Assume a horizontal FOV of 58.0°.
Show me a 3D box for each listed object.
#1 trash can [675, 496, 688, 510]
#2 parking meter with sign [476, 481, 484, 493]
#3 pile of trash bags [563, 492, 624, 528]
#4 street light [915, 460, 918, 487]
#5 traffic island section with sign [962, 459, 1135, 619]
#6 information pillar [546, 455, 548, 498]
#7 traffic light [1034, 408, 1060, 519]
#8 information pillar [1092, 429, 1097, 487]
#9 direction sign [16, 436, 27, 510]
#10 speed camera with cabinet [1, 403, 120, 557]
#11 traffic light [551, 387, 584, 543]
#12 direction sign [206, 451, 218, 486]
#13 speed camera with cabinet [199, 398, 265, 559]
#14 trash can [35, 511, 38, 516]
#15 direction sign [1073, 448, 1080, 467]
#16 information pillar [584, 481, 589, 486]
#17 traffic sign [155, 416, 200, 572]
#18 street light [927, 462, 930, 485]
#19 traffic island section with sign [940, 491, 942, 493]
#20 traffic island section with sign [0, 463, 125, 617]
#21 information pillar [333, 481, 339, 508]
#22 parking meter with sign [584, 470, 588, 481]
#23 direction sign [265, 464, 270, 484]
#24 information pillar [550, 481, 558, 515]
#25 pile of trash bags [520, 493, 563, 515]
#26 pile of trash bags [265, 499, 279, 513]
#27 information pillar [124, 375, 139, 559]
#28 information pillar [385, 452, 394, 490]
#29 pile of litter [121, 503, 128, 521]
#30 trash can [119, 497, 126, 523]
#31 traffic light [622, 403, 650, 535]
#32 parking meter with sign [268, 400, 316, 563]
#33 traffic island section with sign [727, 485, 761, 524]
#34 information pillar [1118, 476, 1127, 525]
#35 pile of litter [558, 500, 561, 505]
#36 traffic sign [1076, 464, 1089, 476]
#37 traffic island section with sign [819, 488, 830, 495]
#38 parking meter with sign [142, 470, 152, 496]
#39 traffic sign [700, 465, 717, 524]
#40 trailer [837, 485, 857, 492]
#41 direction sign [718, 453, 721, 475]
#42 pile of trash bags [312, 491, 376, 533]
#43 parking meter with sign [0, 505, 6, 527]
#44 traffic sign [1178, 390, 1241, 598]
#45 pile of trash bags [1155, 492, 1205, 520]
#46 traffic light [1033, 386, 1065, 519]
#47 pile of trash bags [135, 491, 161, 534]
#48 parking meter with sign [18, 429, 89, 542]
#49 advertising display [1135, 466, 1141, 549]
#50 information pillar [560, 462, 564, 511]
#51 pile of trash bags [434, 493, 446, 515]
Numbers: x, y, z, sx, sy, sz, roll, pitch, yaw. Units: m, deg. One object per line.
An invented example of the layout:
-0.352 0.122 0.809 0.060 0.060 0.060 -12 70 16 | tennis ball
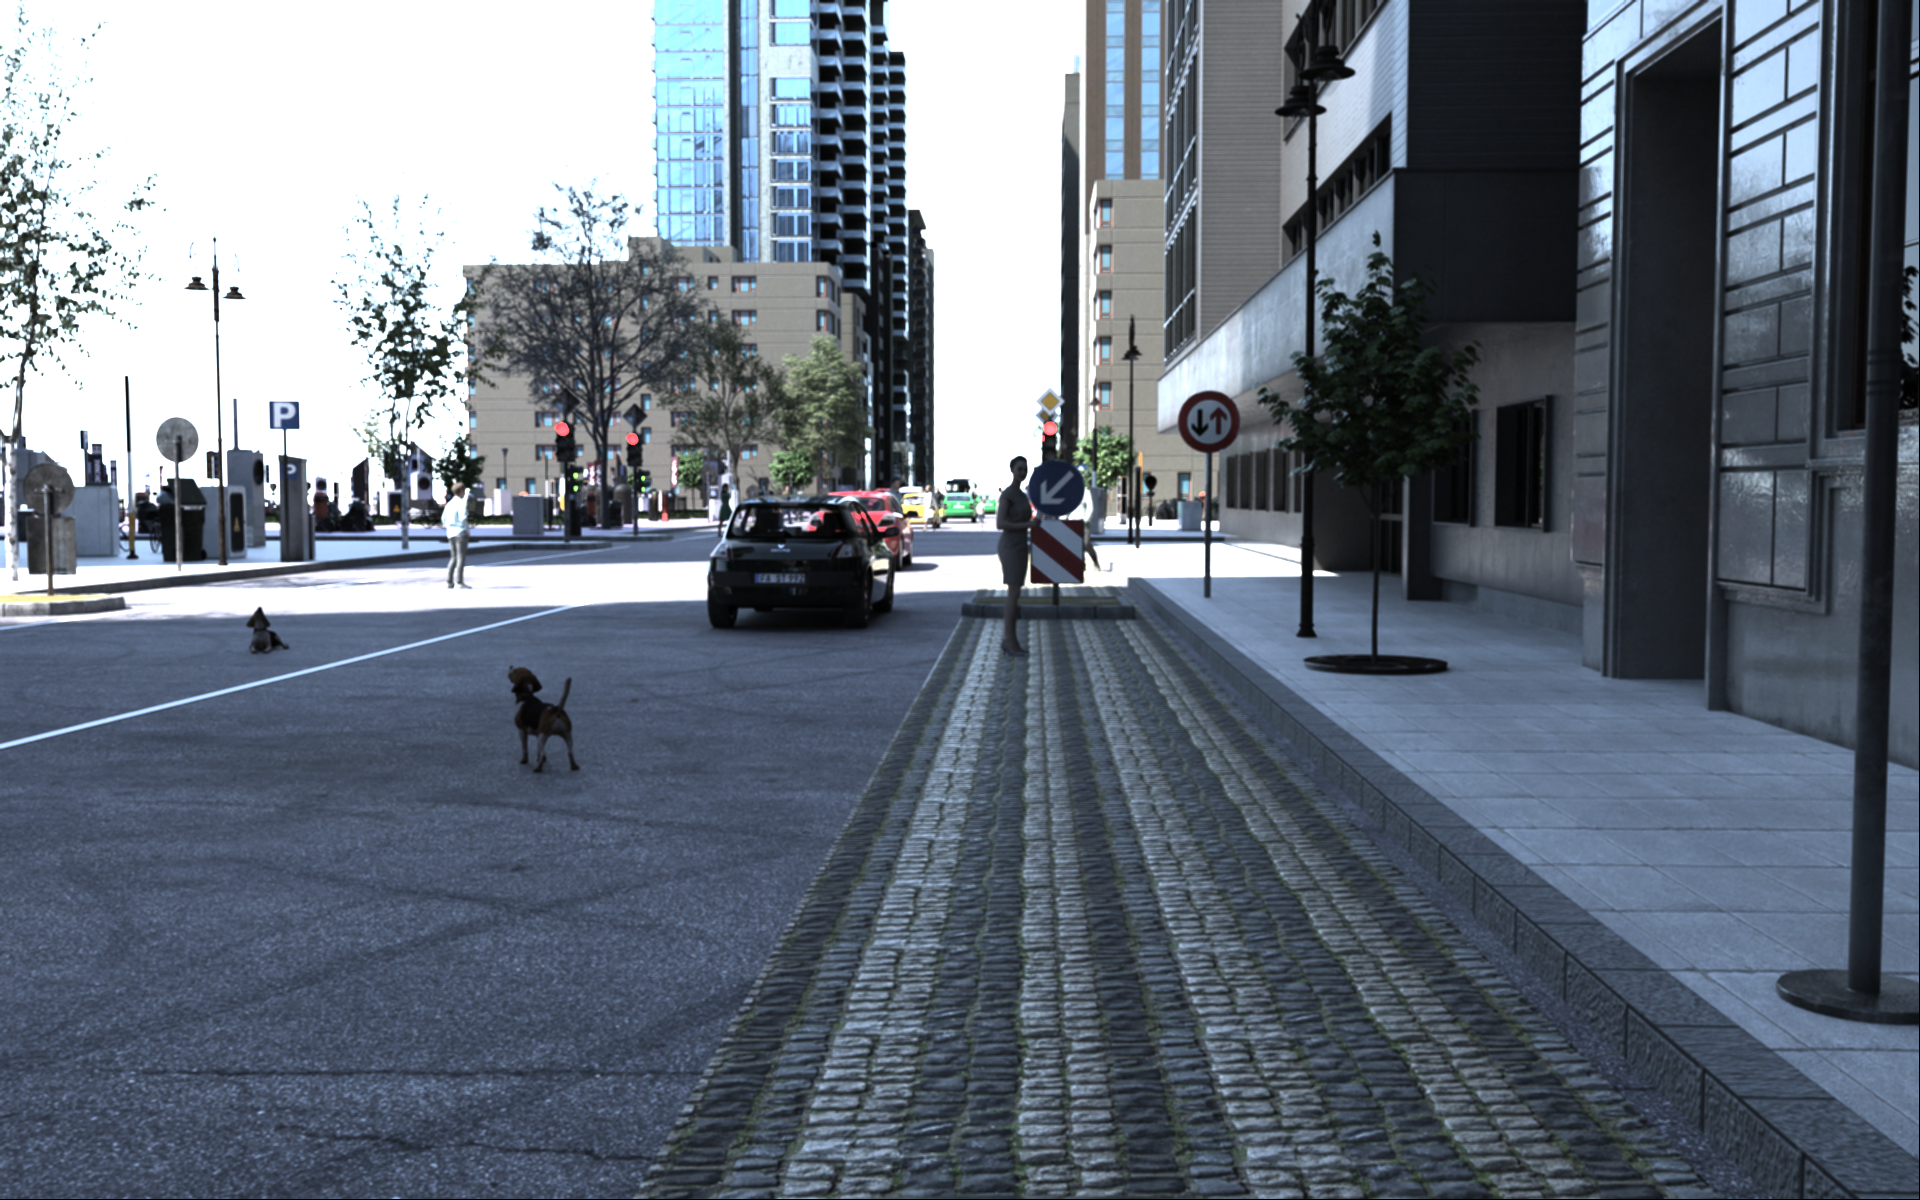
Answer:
-17.378 -5.898 108.088 0.748 1.137 0.748 0 3 0 | trash can
-28.456 -6.482 102.247 0.543 3.016 1.738 -3 5 -41 | parking meter with sign
-14.133 -3.532 67.504 1.912 1.369 3.447 0 4 -5 | pile of trash bags
-5.514 -14.726 213.557 0.468 5.910 1.993 0 4 2 | street light
1.031 -0.734 20.629 1.989 1.847 2.006 0 4 2 | traffic island section with sign
-24.648 -6.851 103.375 0.183 3.616 0.504 -1 4 -10 | information pillar
2.650 -3.929 53.166 0.839 4.253 0.868 0 4 2 | traffic light
4.849 -4.352 62.506 0.183 3.616 0.504 0 4 -8 | information pillar
-36.388 -4.582 66.905 0.379 3.537 0.876 1 4 20 | direction sign
-18.352 -2.509 35.356 2.038 3.252 0.660 -1 4 -12 | speed camera with cabinet
-10.375 -3.472 45.685 0.839 4.253 0.868 0 4 2 | traffic light
-39.681 -6.114 91.957 0.379 3.537 0.876 1 4 19 | direction sign
-14.651 -2.481 34.898 0.660 3.252 2.038 0 4 -1 | speed camera with cabinet
-52.942 -5.384 99.677 0.748 1.137 0.748 0 3 0 | trash can
5.984 -5.729 85.668 0.876 3.537 0.379 -1 4 -20 | direction sign
-20.764 -5.631 96.562 0.304 2.012 0.304 1 4 15 | information pillar
-12.801 -1.726 28.331 0.768 2.556 0.104 0 4 6 | traffic sign
-4.434 -16.521 242.903 0.468 5.910 1.993 0 4 2 | street light
-1.604 -15.570 263.191 1.989 1.847 2.006 0 4 2 | traffic island section with sign
-11.426 -0.765 21.142 1.989 1.847 2.006 0 4 2 | traffic island section with sign
-36.352 -5.898 100.924 0.304 2.012 0.304 -1 4 -12 | information pillar
-25.961 -7.800 123.789 1.738 3.016 0.543 -3 5 -43 | parking meter with sign
-52.375 -8.465 130.402 0.876 3.537 0.379 -3 5 -44 | direction sign
-22.265 -5.541 95.082 0.304 2.012 0.304 1 4 23 | information pillar
-24.148 -5.586 101.080 3.447 1.369 1.912 1 4 15 | pile of trash bags
-33.626 -4.421 82.042 1.912 1.369 3.447 1 4 11 | pile of trash bags
-16.453 -2.630 34.351 0.183 3.616 0.504 -1 4 -19 | information pillar
-29.992 -6.102 91.116 0.504 3.616 0.183 1 4 8 | information pillar
-39.863 -4.133 81.537 1.176 0.858 1.719 2 4 26 | pile of litter
-36.930 -3.929 75.886 0.748 1.137 0.748 0 3 0 | trash can
-10.051 -3.960 53.664 0.839 4.253 0.868 0 4 2 | traffic light
-12.725 -2.255 33.130 0.543 3.016 1.738 -1 4 -10 | parking meter with sign
-9.160 -4.163 76.686 1.989 1.847 2.006 0 4 2 | traffic island section with sign
6.781 -4.147 72.292 0.304 2.012 0.304 -1 4 -21 | information pillar
-27.300 -6.352 117.824 1.719 0.858 1.176 0 4 4 | pile of litter
5.202 -4.503 73.730 0.768 2.556 0.104 0 4 4 | traffic sign
-8.071 -5.810 103.619 1.989 1.847 2.006 0 4 2 | traffic island section with sign
-59.426 -7.985 126.810 0.543 3.016 1.738 -1 4 -18 | parking meter with sign
-10.895 -4.584 75.058 0.768 2.556 0.104 0 4 7 | traffic sign
-7.293 -6.356 110.975 1.471 1.999 3.904 0 4 2 | trailer
-13.420 -6.393 96.528 0.379 3.537 0.876 0 4 0 | direction sign
-21.111 -2.989 58.620 1.912 1.369 3.447 0 4 -2 | pile of trash bags
-37.918 -4.353 67.427 0.543 3.016 1.738 1 4 9 | parking meter with sign
3.071 -1.304 21.420 0.768 2.556 0.104 0 4 5 | traffic sign
11.259 -4.641 85.637 1.912 1.369 3.447 3 5 43 | pile of trash bags
2.327 -3.441 45.188 0.839 4.253 0.868 0 4 2 | traffic light
-26.248 -2.887 56.952 3.447 1.369 1.912 3 4 36 | pile of trash bags
-24.490 -3.088 46.750 1.738 3.016 0.543 -1 4 -11 | parking meter with sign
4.177 -2.171 40.709 0.123 1.923 0.974 0 4 4 | advertising display
-21.043 -6.162 92.099 0.504 3.616 0.183 2 4 35 | information pillar
-28.938 -5.345 97.135 1.912 1.369 3.447 -1 4 -8 | pile of trash bags
